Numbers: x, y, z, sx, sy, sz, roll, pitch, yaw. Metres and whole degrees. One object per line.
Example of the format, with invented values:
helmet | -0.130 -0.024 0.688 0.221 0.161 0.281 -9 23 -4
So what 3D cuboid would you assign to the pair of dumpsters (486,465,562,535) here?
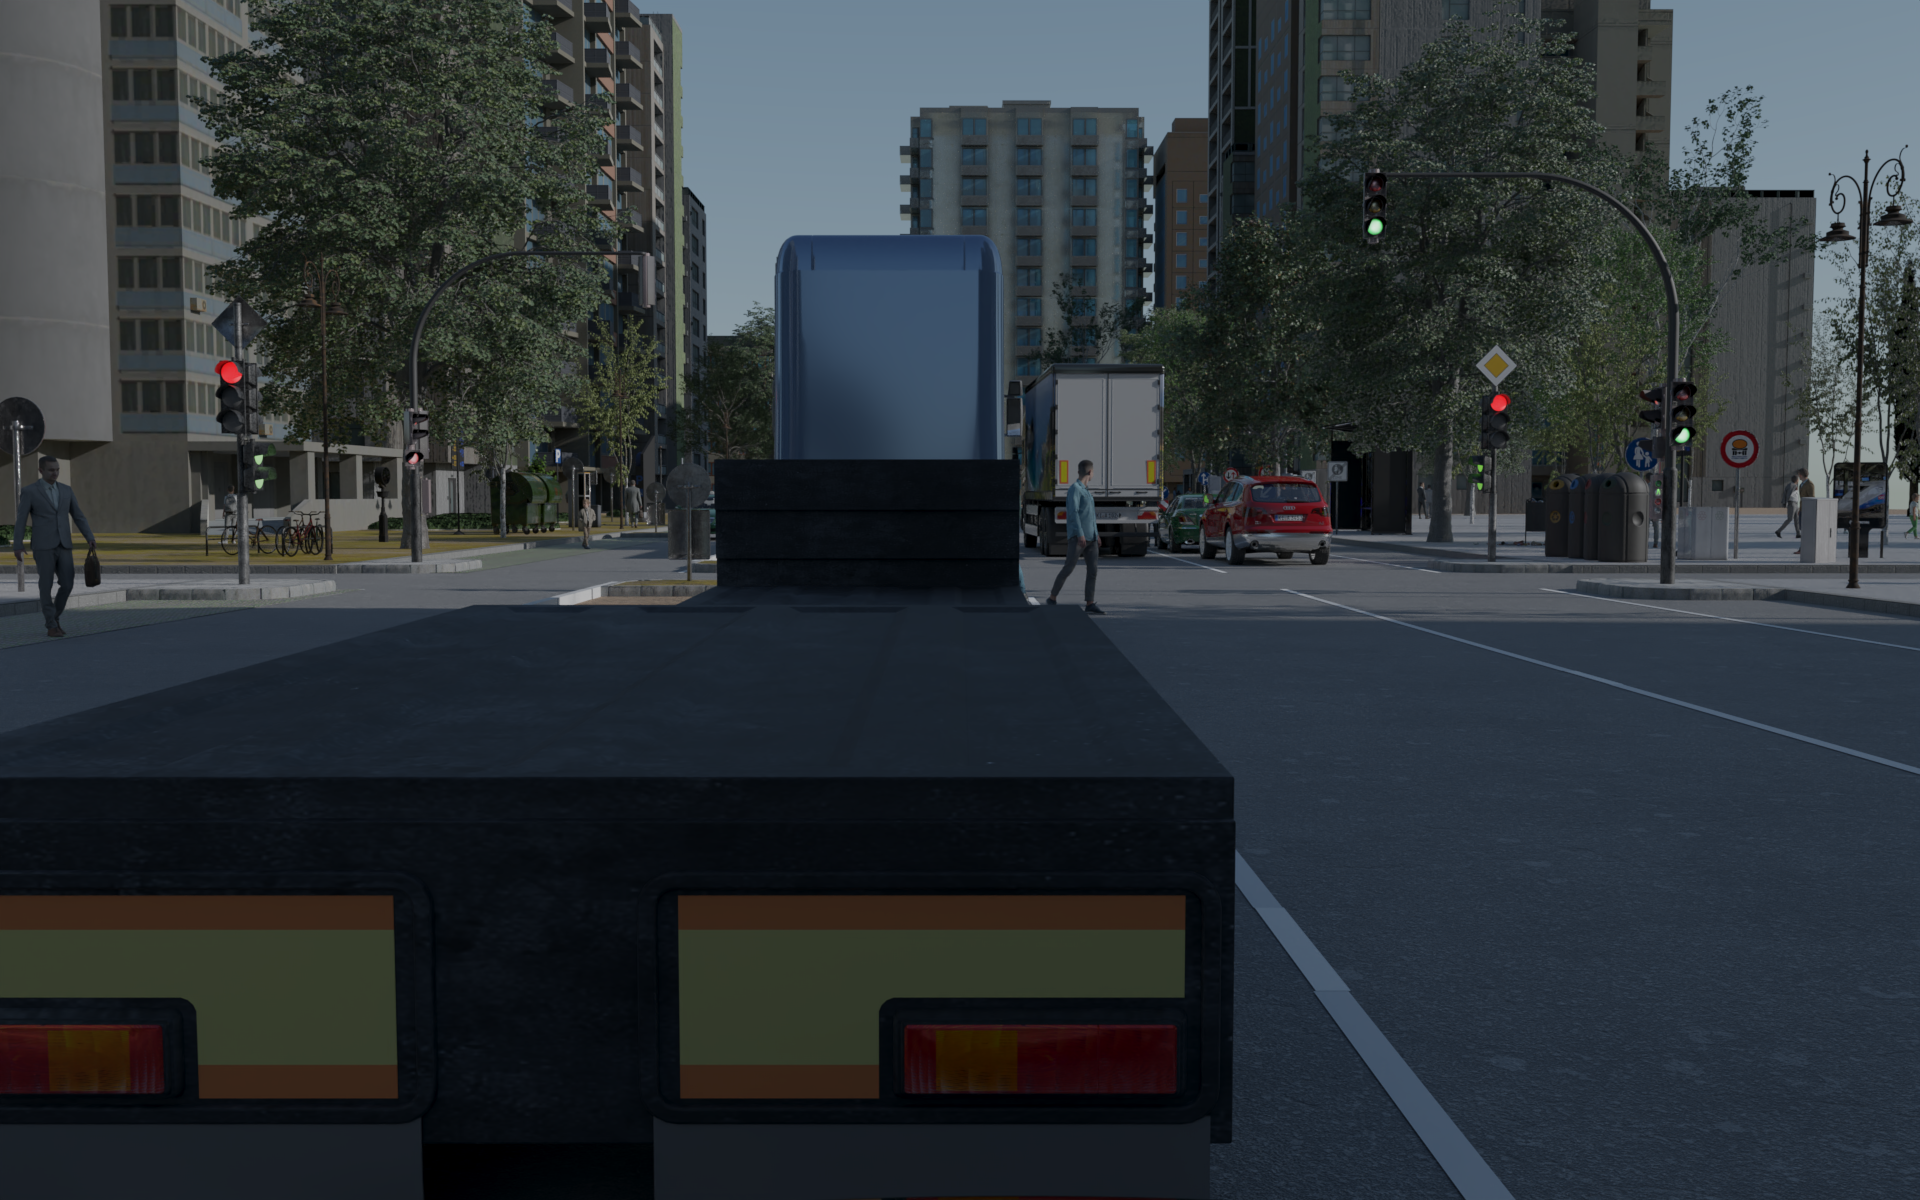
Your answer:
pair of dumpsters | -14.160 -3.292 56.319 1.574 2.255 4.437 0 4 0

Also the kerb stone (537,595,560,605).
kerb stone | -5.034 0.079 20.903 0.120 0.150 1.000 0 4 0

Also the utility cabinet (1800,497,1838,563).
utility cabinet | 16.132 -1.306 32.513 1.020 1.237 0.306 -3 5 -43

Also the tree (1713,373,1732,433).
tree | 38.103 -8.591 90.821 4.737 8.622 4.395 0 3 0

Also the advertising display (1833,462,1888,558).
advertising display | 18.103 -1.813 34.863 0.974 1.923 0.123 2 4 23

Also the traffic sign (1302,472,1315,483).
traffic sign | 15.568 -4.606 77.442 0.606 2.300 0.079 0 4 4

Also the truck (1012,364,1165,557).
truck | 2.990 -3.300 42.876 2.839 4.237 11.283 0 4 -2

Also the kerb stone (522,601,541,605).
kerb stone | -5.023 0.142 19.881 0.120 0.150 1.000 0 4 0

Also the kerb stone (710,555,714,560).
kerb stone | -5.109 -0.764 34.753 0.120 0.150 1.000 0 4 0

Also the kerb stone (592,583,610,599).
kerb stone | -5.040 -0.109 23.980 0.120 0.150 1.000 0 4 0

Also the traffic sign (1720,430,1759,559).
traffic sign | 15.385 -2.090 34.275 0.768 2.556 0.104 0 4 3

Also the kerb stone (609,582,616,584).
kerb stone | -5.062 -0.165 25.002 0.120 0.150 1.000 0 4 0

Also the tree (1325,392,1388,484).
tree | 20.005 -8.510 89.497 4.360 8.622 3.978 0 3 0

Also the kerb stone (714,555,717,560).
kerb stone | -5.113 -0.831 35.787 0.120 0.150 1.000 0 4 0

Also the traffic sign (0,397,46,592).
traffic sign | -12.333 -1.381 22.679 0.768 2.556 0.104 0 4 6

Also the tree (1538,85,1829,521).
tree | 33.824 -13.725 80.300 12.611 20.169 13.585 0 3 0

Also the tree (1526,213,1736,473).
tree | 24.253 -8.411 63.280 9.928 11.665 9.643 0 3 0

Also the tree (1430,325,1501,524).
tree | 22.046 -7.592 74.488 4.737 8.622 4.395 0 3 0

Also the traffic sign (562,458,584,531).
traffic sign | -13.528 -3.696 60.538 0.768 2.556 0.104 0 4 3

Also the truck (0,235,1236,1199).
truck | -0.738 -1.376 12.255 2.967 4.110 18.799 0 3 0

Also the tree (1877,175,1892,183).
tree | 21.356 -5.339 37.658 4.360 8.622 3.978 0 3 0

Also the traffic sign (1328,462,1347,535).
traffic sign | 11.918 -3.218 54.748 0.606 2.300 0.079 0 4 7

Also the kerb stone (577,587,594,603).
kerb stone | -5.045 -0.043 22.947 0.120 0.150 1.000 0 4 0

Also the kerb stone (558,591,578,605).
kerb stone | -5.035 0.017 21.925 0.120 0.150 1.000 0 4 0

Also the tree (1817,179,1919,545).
tree | 23.451 -5.684 43.289 4.360 8.622 3.978 0 3 0

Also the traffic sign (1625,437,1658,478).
traffic sign | 15.340 -2.380 39.014 0.768 2.556 0.104 0 4 4

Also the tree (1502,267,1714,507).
tree | 20.769 -6.458 55.946 4.737 8.622 4.395 0 3 0

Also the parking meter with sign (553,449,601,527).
parking meter with sign | -14.714 -4.308 66.705 1.738 3.016 0.543 1 4 8

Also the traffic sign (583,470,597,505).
traffic sign | -16.049 -4.465 75.128 0.606 2.300 0.079 0 4 4

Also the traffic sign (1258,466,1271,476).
traffic sign | 13.366 -4.605 75.401 0.768 2.556 0.104 1 4 9

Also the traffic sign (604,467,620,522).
traffic sign | -16.187 -4.916 80.484 0.768 2.556 0.104 0 4 4

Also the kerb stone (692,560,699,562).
kerb stone | -5.105 -0.705 33.731 0.120 0.150 1.000 0 4 0

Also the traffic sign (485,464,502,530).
traffic sign | -15.970 -3.497 59.301 0.606 2.300 0.079 0 4 7

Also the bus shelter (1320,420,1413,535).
bus shelter | 13.400 -4.035 57.262 1.731 3.624 6.357 0 4 0

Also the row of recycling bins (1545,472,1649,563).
row of recycling bins | 12.513 -1.647 34.040 1.069 1.692 3.534 0 4 -2

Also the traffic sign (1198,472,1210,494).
traffic sign | 14.054 -6.083 99.570 0.768 2.556 0.104 0 4 2

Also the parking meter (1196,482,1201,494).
parking meter | 11.705 -4.848 84.971 0.255 1.863 0.399 0 4 7

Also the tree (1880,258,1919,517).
tree | 59.533 -11.874 95.967 18.604 14.587 13.155 -3 4 -37

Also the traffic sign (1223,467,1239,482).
traffic sign | 12.956 -5.063 82.892 0.768 2.556 0.104 0 4 6

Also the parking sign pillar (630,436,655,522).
parking sign pillar | -14.391 -5.548 79.187 1.447 3.967 1.447 1 4 13

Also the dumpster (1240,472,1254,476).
dumpster | 14.554 -4.974 83.822 1.502 2.255 1.985 0 4 -1
